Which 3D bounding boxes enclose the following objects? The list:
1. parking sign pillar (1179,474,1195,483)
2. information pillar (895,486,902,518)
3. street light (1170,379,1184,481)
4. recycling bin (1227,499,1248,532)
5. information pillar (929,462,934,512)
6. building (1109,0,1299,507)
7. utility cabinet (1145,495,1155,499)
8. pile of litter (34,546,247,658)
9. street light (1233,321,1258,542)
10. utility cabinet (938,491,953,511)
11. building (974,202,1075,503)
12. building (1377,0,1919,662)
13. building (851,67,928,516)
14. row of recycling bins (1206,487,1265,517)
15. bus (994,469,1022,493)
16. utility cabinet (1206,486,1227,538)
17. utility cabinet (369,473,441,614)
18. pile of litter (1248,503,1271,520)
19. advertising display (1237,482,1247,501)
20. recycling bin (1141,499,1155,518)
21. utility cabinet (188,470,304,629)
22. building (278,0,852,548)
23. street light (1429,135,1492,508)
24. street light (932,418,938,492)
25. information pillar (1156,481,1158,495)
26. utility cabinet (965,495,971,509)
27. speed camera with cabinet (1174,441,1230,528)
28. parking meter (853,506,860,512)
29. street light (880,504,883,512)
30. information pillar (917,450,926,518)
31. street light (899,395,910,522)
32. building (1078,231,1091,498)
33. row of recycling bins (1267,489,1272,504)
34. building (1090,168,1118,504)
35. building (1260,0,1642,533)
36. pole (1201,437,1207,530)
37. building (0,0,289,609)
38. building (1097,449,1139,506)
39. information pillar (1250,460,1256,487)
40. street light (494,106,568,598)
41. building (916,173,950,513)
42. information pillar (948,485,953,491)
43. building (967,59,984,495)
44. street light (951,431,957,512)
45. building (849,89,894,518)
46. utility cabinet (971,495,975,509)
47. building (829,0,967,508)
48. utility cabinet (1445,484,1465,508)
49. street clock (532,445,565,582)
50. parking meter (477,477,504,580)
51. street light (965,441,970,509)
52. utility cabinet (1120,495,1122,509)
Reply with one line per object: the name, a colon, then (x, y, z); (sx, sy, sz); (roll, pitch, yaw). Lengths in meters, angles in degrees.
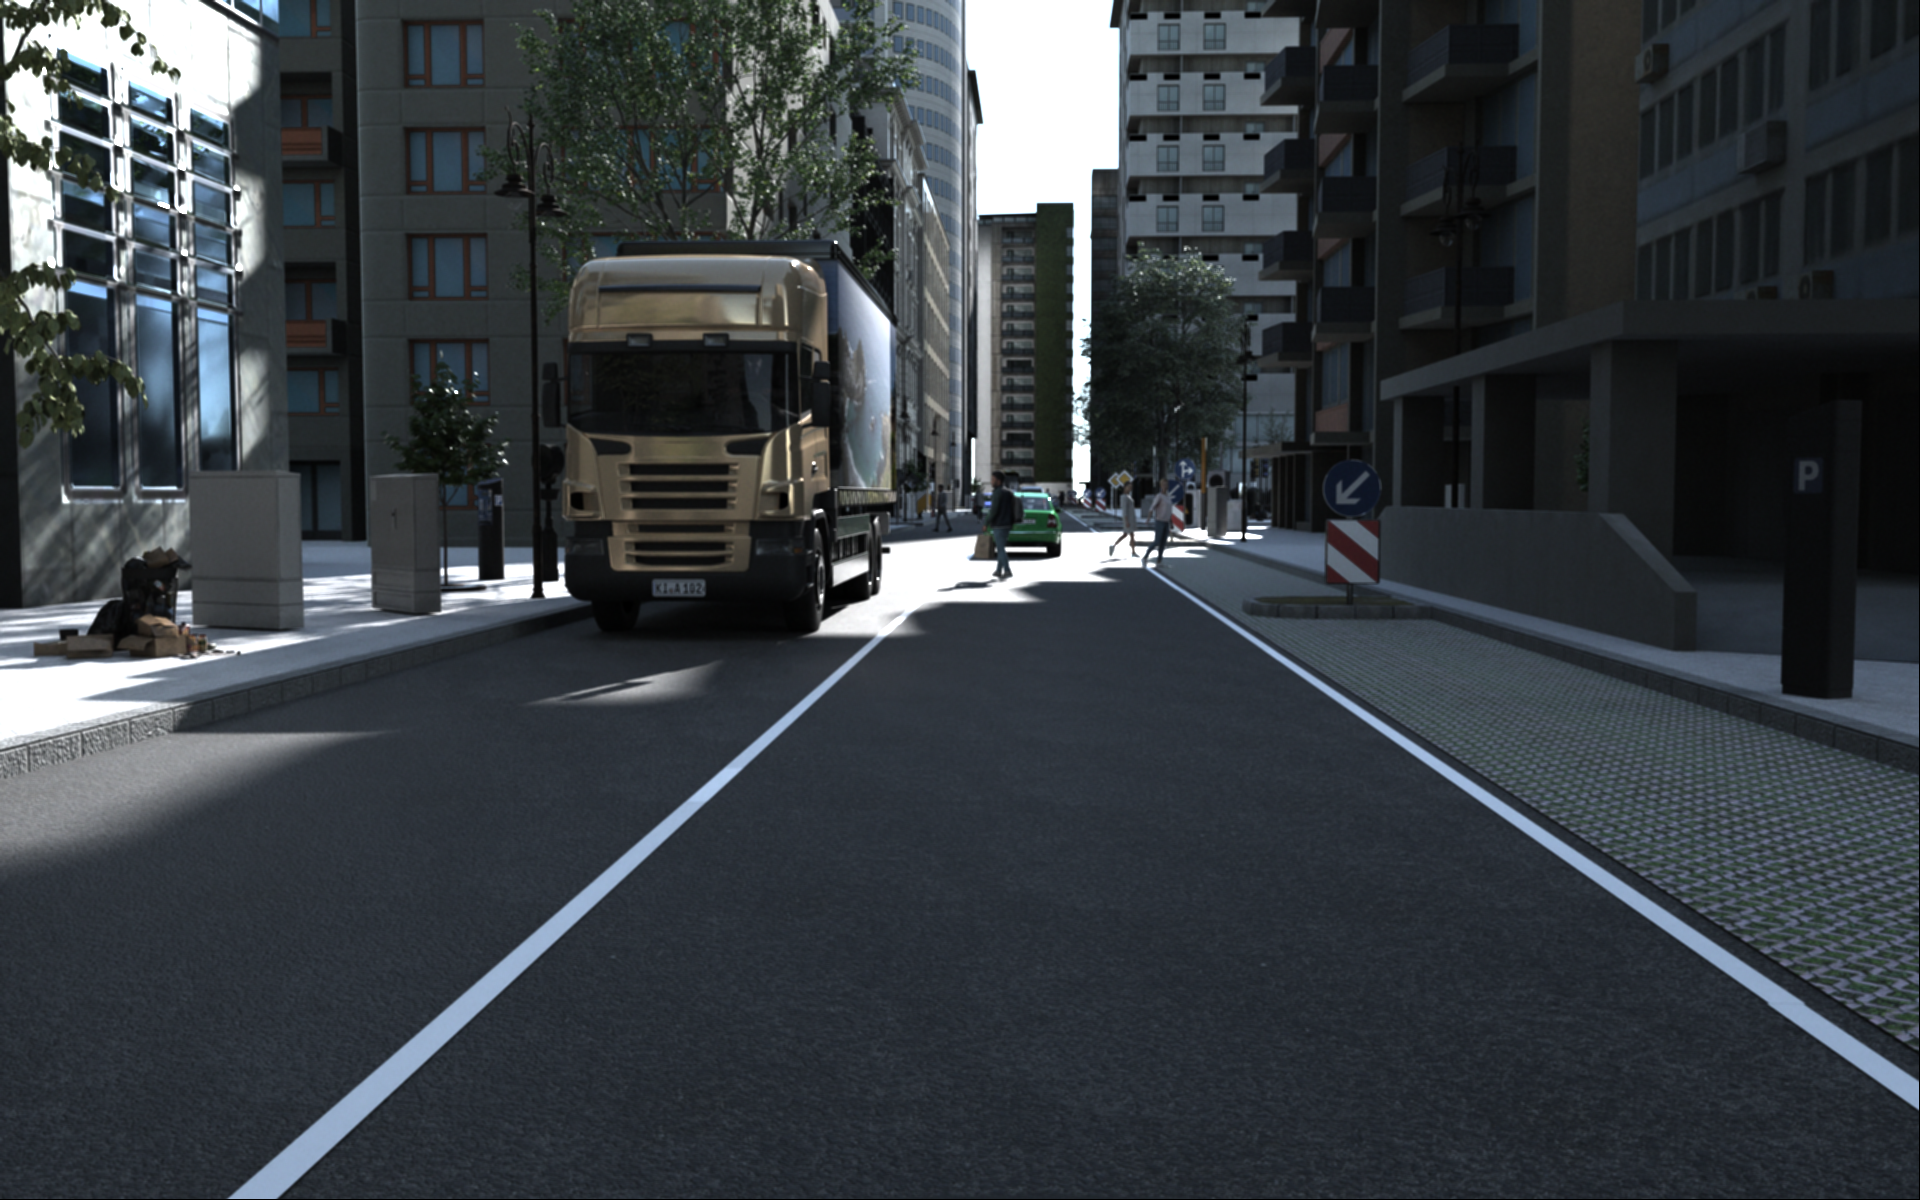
parking sign pillar: (18.431, -9.311, 140.707); (1.447, 3.967, 1.447); (0, 4, 4)
information pillar: (-3.329, -5.471, 93.947); (0.304, 2.012, 0.304); (2, 4, 31)
street light: (8.709, -5.914, 69.480); (0.468, 5.910, 1.993); (0, 4, 3)
recycling bin: (9.459, -2.860, 59.310); (0.722, 1.027, 0.722); (1, 4, 14)
information pillar: (-1.950, -7.985, 121.915); (0.504, 3.616, 0.183); (-1, 4, -16)
building: (29.228, -35.354, 167.276); (28.713, 52.752, 27.495); (0, 4, 3)
utility cabinet: (13.215, -6.647, 119.841); (0.306, 1.237, 1.020); (-3, 4, -37)
pile of litter: (-6.629, 0.005, 13.890); (1.719, 0.858, 1.176); (2, 4, 30)
street light: (7.609, -4.497, 46.306); (0.468, 5.910, 1.993); (0, 4, 3)
utility cabinet: (-1.072, -7.432, 130.188); (1.173, 1.500, 0.318); (0, 4, 6)
building: (9.030, -34.324, 244.787); (14.086, 41.232, 14.154); (0, 4, 3)
building: (22.237, -20.013, 19.090); (32.217, 40.220, 23.993); (0, 4, 3)
building: (-9.559, -19.567, 107.313); (14.401, 28.519, 23.554); (0, 4, 3)
row of recycling bins: (15.456, -5.629, 99.148); (3.534, 1.692, 1.069); (0, 4, -8)
bus: (4.820, -11.329, 176.774); (2.896, 3.916, 12.252); (0, 4, 2)
utility cabinet: (7.515, -2.571, 50.714); (0.318, 1.500, 1.173); (2, 4, 24)
utility cabinet: (-6.028, -0.617, 18.767); (0.318, 1.500, 1.173); (-3, 5, -40)
pile of litter: (15.075, -4.491, 87.388); (1.719, 0.858, 1.176); (3, 5, 39)
advertising display: (15.421, -5.479, 94.790); (0.123, 1.923, 0.974); (3, 4, 36)
recycling bin: (10.119, -4.920, 92.996); (0.722, 1.027, 0.722); (1, 4, 15)
utility cabinet: (-6.794, -0.478, 16.502); (1.173, 1.500, 0.318); (2, 4, 27)
building: (-19.310, -12.852, 55.174); (28.899, 21.520, 27.650); (0, 4, 3)
street light: (6.554, -3.061, 22.843); (0.468, 5.910, 1.993); (0, 4, 3)
street light: (-1.501, -7.974, 103.170); (0.468, 5.910, 1.993); (0, 4, 3)
information pillar: (11.463, -5.837, 99.932); (0.304, 2.012, 0.304); (-3, 5, -42)
utility cabinet: (0.587, -8.603, 151.826); (0.306, 1.237, 1.020); (0, 4, 3)
speed camera with cabinet: (9.057, -4.313, 64.850); (2.038, 3.252, 0.660); (2, 4, 30)
parking meter: (-3.610, -3.130, 59.589); (0.372, 1.533, 0.369); (0, 3, 0)
street light: (-3.072, -5.816, 67.876); (0.468, 5.910, 1.993); (0, 4, 3)
information pillar: (-2.028, -6.091, 90.941); (0.504, 3.616, 0.183); (0, 4, -5)
street light: (-2.534, -6.557, 79.992); (0.468, 5.910, 1.993); (0, 4, 3)
building: (31.472, -36.271, 247.654); (28.867, 44.769, 22.147); (0, 4, 3)
row of recycling bins: (21.373, -7.248, 125.610); (3.534, 1.692, 1.069); (2, 4, 27)
building: (23.508, -32.786, 219.638); (14.154, 41.232, 14.086); (0, 4, 3)
building: (21.196, -24.390, 53.401); (22.147, 44.769, 28.867); (0, 4, 3)
pole: (8.787, -4.194, 62.419); (0.158, 3.312, 0.155); (0, 3, 0)
building: (-20.033, -42.570, 8.690); (22.319, 86.520, 31.000); (0, 4, 3)
building: (27.320, -53.999, 195.556); (22.319, 86.520, 31.000); (0, 4, 3)
information pillar: (19.853, -7.708, 117.376); (0.183, 3.616, 0.504); (-2, 4, -33)
street light: (-5.211, -2.962, 21.216); (0.468, 5.910, 1.993); (0, 4, 3)
building: (-11.309, -20.317, 136.703); (19.350, 26.468, 34.151); (0, 4, 3)
information pillar: (-0.803, -8.301, 140.220); (0.304, 2.012, 0.304); (2, 4, 35)
building: (-11.255, -38.264, 214.847); (27.495, 52.752, 28.713); (0, 4, 3)
street light: (-0.467, -9.394, 126.383); (0.468, 5.910, 1.993); (0, 4, 3)
building: (-10.147, -15.789, 87.820); (12.332, 23.373, 15.834); (0, 4, 3)
utility cabinet: (1.058, -8.677, 153.038); (0.306, 1.237, 1.020); (1, 4, 19)
building: (-10.412, -38.262, 167.580); (21.231, 58.520, 28.212); (0, 4, 3)
utility cabinet: (10.619, -1.747, 37.240); (0.318, 1.500, 1.173); (1, 4, 22)
street clock: (-6.037, -1.275, 25.423); (0.471, 2.002, 0.358); (3, 4, 36)
parking meter: (-7.039, -1.075, 25.986); (0.372, 1.533, 0.369); (0, 3, 0)
street light: (0.662, -10.812, 149.556); (0.468, 5.910, 1.993); (0, 4, 3)
utility cabinet: (14.143, -8.589, 151.588); (0.306, 1.237, 1.020); (0, 4, 4)
